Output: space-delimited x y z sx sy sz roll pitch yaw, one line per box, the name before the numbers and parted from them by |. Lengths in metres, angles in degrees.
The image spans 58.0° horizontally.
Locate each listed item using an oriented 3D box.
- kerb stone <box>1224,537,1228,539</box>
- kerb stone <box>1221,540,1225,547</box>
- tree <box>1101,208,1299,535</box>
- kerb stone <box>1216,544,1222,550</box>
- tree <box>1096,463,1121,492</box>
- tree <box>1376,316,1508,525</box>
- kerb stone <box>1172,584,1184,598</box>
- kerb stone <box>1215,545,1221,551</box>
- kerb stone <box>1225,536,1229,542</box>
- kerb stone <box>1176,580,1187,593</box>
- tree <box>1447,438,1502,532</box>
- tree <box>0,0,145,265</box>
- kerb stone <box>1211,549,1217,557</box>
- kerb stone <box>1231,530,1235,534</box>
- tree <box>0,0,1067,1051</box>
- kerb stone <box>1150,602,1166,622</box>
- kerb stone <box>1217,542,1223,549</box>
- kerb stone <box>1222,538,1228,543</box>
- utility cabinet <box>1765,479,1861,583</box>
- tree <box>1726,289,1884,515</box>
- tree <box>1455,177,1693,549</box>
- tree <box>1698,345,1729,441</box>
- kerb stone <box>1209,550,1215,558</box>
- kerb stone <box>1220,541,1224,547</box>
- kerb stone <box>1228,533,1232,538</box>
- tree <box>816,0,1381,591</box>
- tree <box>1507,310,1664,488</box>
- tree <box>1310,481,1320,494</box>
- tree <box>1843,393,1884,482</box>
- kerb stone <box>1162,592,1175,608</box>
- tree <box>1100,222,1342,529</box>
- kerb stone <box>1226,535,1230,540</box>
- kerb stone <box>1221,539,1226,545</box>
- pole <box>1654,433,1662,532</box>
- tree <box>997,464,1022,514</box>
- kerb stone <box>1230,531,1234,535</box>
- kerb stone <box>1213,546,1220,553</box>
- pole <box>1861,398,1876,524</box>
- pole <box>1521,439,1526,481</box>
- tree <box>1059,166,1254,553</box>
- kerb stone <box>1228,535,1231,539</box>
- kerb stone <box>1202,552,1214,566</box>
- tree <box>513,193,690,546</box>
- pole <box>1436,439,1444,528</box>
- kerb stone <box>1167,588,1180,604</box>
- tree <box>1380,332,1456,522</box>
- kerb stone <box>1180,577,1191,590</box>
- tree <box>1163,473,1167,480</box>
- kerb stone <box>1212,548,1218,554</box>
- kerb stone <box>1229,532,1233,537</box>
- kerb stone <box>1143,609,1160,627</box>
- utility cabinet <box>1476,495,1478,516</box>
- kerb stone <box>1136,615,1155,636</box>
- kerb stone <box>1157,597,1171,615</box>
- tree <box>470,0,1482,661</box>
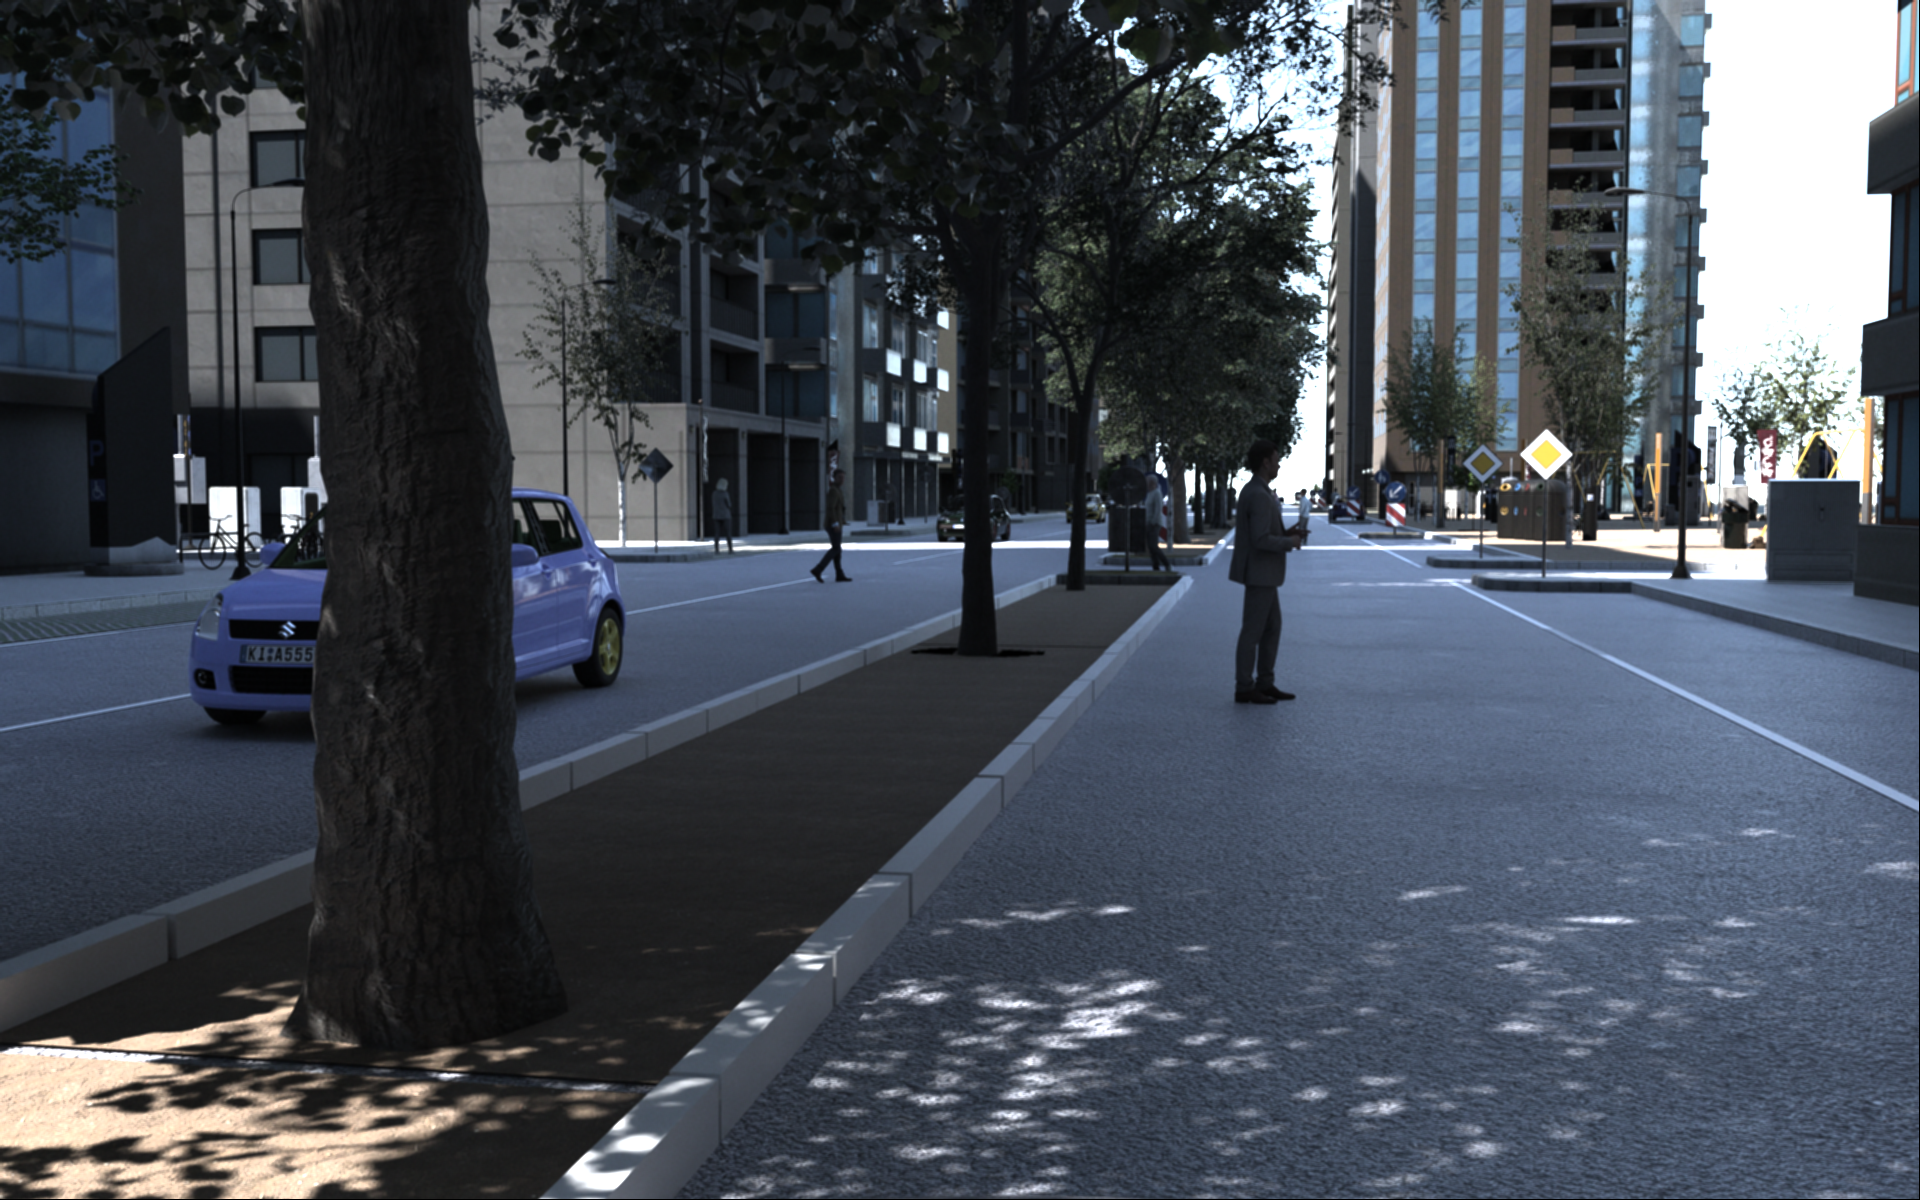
kerb stone | 7.341 -1.596 48.321 0.120 0.150 1.000 1 4 10
kerb stone | 6.798 -1.410 45.300 0.120 0.150 1.000 1 4 10
tree | 8.360 -8.127 61.087 9.928 11.665 9.643 0 3 0
kerb stone | 6.258 -1.228 42.270 0.120 0.150 1.000 1 4 10
tree | 17.205 -12.430 186.939 4.285 4.588 4.351 0 3 0
tree | 19.291 -7.356 70.634 4.737 8.622 4.395 0 3 0
kerb stone | 2.926 -0.084 23.562 0.120 0.150 1.000 1 4 10
kerb stone | 6.077 -1.163 41.264 0.120 0.150 1.000 1 4 10
kerb stone | 7.517 -1.658 49.331 0.120 0.150 1.000 1 4 10
kerb stone | 3.105 -0.143 24.584 0.120 0.150 1.000 1 4 10
tree | 17.498 -3.963 59.402 1.663 3.219 1.824 0 3 0
tree | -12.228 -5.637 17.913 9.928 11.665 9.643 0 3 0
kerb stone | 5.539 -0.981 38.229 0.120 0.150 1.000 1 4 10
kerb stone | 8.948 -2.153 57.390 0.120 0.150 1.000 1 4 10
tree | -1.444 -5.817 4.222 9.857 13.997 8.962 0 3 0
kerb stone | 2.207 0.163 19.526 0.120 0.150 1.000 1 4 10
kerb stone | 6.439 -1.285 43.277 0.120 0.150 1.000 1 4 10
kerb stone | 7.166 -1.535 47.314 0.120 0.150 1.000 1 4 10
utility cabinet | 12.283 -0.996 24.957 1.173 1.500 0.318 1 4 18
tree | 30.783 -6.887 62.970 4.737 8.622 4.395 0 3 0
tree | 14.361 -5.496 40.227 4.360 8.622 3.978 0 3 0
tree | 36.468 -7.956 80.441 4.737 8.622 4.395 0 3 0
kerb stone | 5.359 -0.919 37.214 0.120 0.150 1.000 1 4 10
kerb stone | 6.619 -1.351 44.293 0.120 0.150 1.000 1 4 10
kerb stone | 8.237 -1.906 53.355 0.120 0.150 1.000 1 4 10
tree | 1.631 -5.391 25.007 8.767 10.594 7.601 1 4 10
tree | 25.119 -7.218 68.379 4.737 8.622 4.395 0 3 0
tree | 49.065 -14.952 239.065 1.663 3.219 1.824 0 3 0
tree | 45.797 -8.229 84.899 4.360 8.622 3.978 0 3 0
kerb stone | 2.560 0.042 21.541 0.120 0.150 1.000 1 4 10
tree | 10.706 -9.267 70.980 9.611 12.733 9.660 0 3 0
kerb stone | 7.687 -1.721 50.338 0.120 0.150 1.000 1 4 10
kerb stone | 6.977 -1.475 46.306 0.120 0.150 1.000 1 4 10
pole | 23.343 -3.919 57.917 0.158 3.312 0.155 0 3 0
tree | 3.254 -7.059 110.022 1.663 3.219 1.824 0 3 0
kerb stone | 8.594 -2.025 55.377 0.120 0.150 1.000 1 4 10
kerb stone | 5.903 -1.103 40.257 0.120 0.150 1.000 1 4 10
pole | 19.360 -2.635 36.931 0.158 3.312 0.155 0 3 0
pole | 20.941 -4.316 64.406 0.158 3.312 0.155 0 3 0
tree | 4.170 -5.149 36.998 4.360 8.622 3.978 0 3 0
kerb stone | 7.876 -1.778 51.343 0.120 0.150 1.000 1 4 10
kerb stone | 5.180 -0.857 36.204 0.120 0.150 1.000 1 4 10
tree | -8.397 -5.606 42.013 4.360 8.622 3.978 0 3 0
pole | 17.931 -4.333 64.682 0.158 3.312 0.155 0 3 0
kerb stone | 2.739 -0.022 22.550 0.120 0.150 1.000 1 4 10
tree | 20.840 -7.803 77.941 4.360 8.622 3.978 0 3 0
kerb stone | 3.291 -0.208 25.592 0.120 0.150 1.000 1 4 10
tree | 31.562 -17.490 269.679 4.285 4.588 4.351 0 3 0
kerb stone | 5.725 -1.042 39.248 0.120 0.150 1.000 1 4 10
kerb stone | 8.413 -1.962 54.367 0.120 0.150 1.000 1 4 10
kerb stone | 2.025 0.227 18.520 0.120 0.150 1.000 1 4 10
utility cabinet | 30.982 -5.642 103.405 0.306 1.237 1.020 1 4 11
kerb stone | 1.848 0.287 17.510 0.120 0.150 1.000 1 4 10
kerb stone | 2.388 0.102 20.532 0.120 0.150 1.000 1 4 10
tree | 0.152 -6.258 15.138 12.009 13.543 11.850 0 3 0
